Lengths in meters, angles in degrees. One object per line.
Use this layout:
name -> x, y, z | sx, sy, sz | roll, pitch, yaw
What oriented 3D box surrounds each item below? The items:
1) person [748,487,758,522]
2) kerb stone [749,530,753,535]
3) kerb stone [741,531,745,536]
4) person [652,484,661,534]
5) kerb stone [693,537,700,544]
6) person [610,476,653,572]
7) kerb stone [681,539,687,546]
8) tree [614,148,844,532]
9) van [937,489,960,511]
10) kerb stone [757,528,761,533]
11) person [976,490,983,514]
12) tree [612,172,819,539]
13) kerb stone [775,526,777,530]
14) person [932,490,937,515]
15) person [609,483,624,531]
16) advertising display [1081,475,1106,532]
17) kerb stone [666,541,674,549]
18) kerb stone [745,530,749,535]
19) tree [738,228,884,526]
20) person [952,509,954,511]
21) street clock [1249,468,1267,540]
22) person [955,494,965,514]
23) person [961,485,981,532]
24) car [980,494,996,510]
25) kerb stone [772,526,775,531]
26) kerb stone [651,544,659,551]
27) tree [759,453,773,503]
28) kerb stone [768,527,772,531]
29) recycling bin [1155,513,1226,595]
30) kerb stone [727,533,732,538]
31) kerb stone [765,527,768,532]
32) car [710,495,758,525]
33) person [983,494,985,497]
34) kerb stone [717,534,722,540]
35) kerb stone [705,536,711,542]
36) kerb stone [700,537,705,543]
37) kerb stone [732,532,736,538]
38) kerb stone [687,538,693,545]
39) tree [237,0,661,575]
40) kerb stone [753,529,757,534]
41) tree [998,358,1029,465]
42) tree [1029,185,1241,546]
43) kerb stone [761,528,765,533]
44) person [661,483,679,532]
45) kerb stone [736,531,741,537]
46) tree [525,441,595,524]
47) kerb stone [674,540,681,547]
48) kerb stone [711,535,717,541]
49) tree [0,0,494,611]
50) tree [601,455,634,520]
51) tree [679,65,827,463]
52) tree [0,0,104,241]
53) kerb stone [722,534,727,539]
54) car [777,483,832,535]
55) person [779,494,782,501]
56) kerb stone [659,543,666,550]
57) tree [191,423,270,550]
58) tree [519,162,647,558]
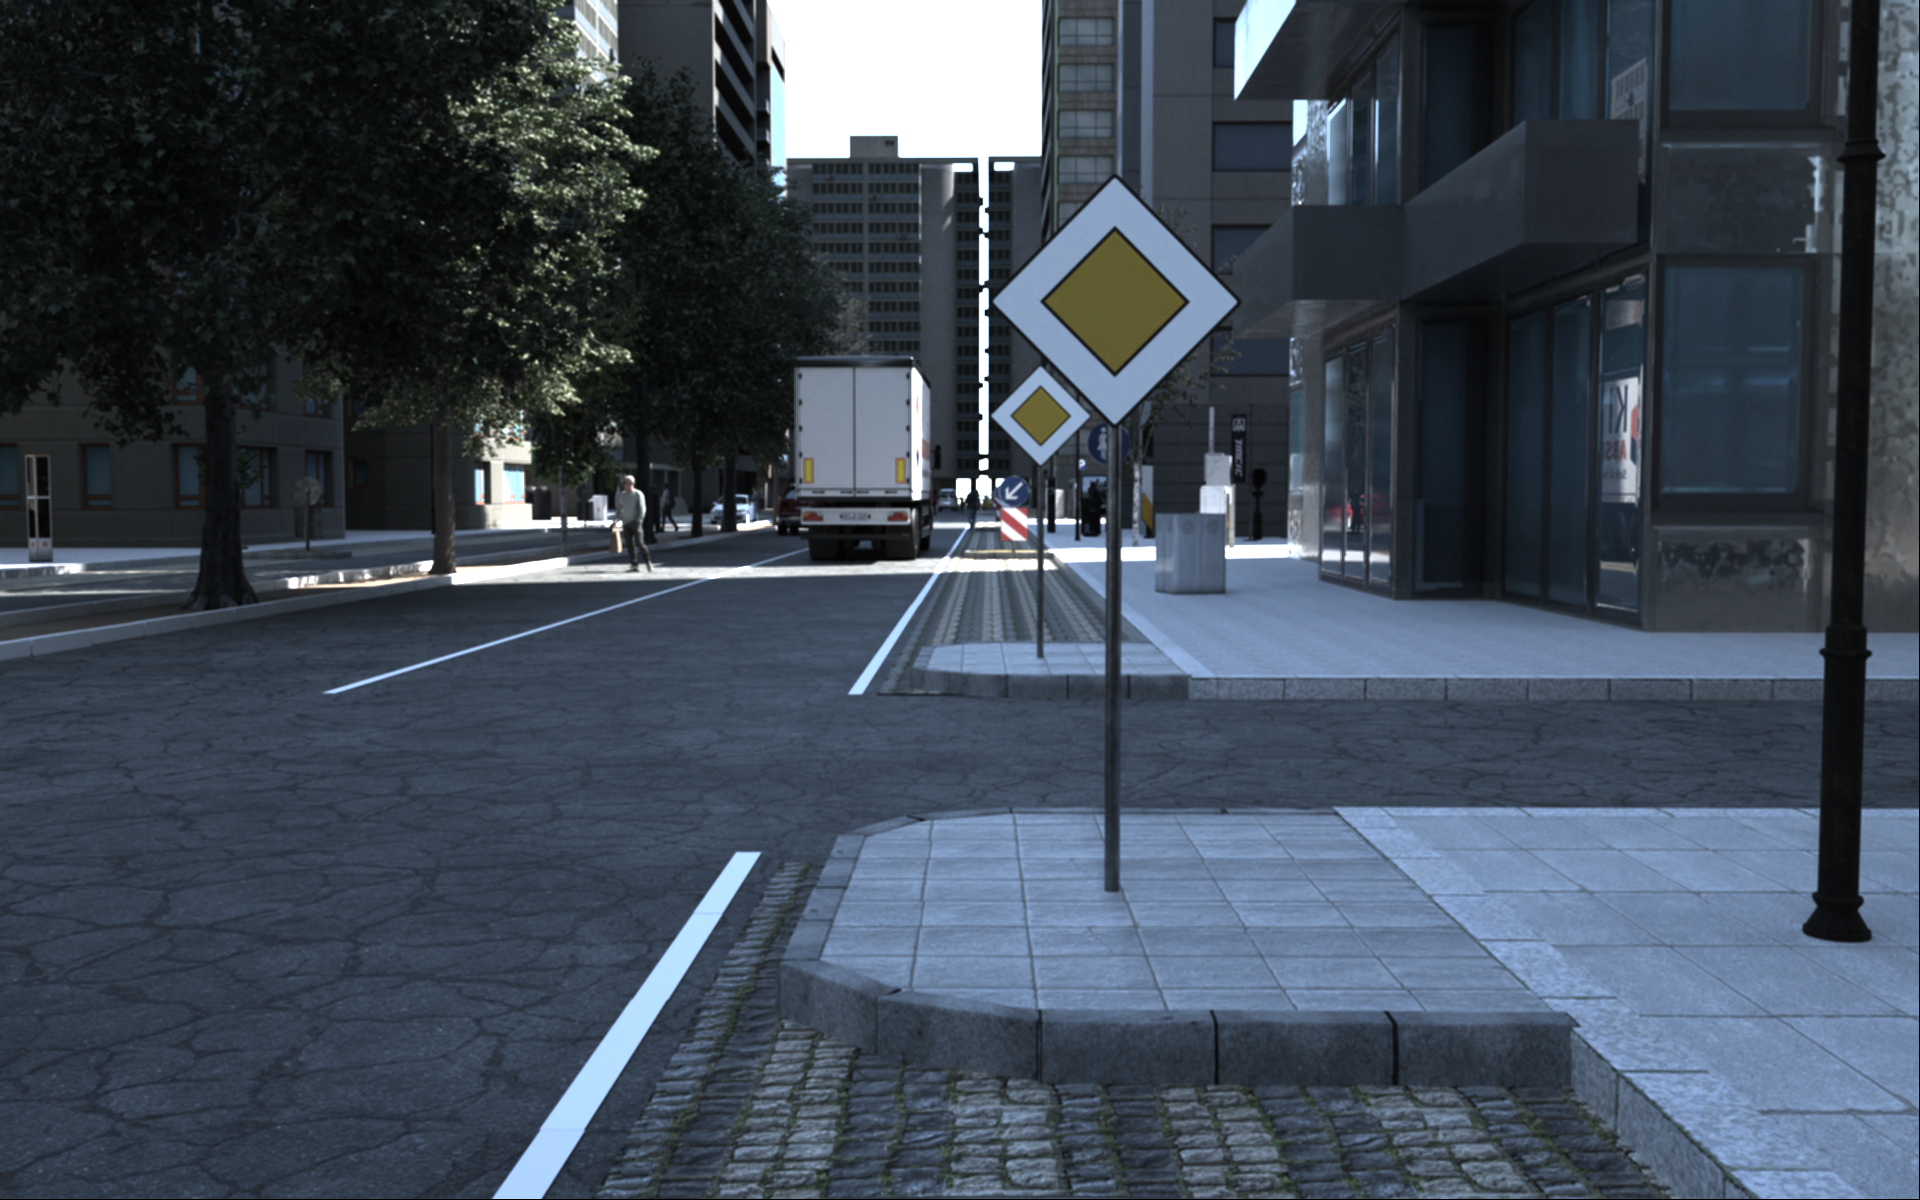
person -> -10.498, -4.812, 87.454 | 0.573, 1.790, 0.520 | 0, 4, -7
kerb stone -> -7.479, -2.367, 60.889 | 0.120, 0.150, 1.000 | 0, 4, 1
kerb stone -> -7.518, -2.241, 58.841 | 0.120, 0.150, 1.000 | 0, 4, 1
person -> -10.509, -3.095, 59.526 | 0.576, 1.772, 0.534 | 2, 4, 24
kerb stone -> -7.676, -1.678, 49.629 | 0.120, 0.150, 1.000 | 0, 4, 1
person -> -6.092, -1.403, 31.920 | 0.782, 1.767, 0.515 | 2, 4, 26
kerb stone -> -7.709, -1.553, 47.581 | 0.120, 0.150, 1.000 | 0, 4, 1
tree -> -8.717, -9.527, 64.880 | 9.857, 13.997, 8.962 | 0, 3, 0
van -> -0.970, -8.369, 143.850 | 2.013, 2.044, 4.112 | 0, 4, 2
kerb stone -> -7.441, -2.492, 62.933 | 0.120, 0.150, 1.000 | 0, 4, 1
person -> 1.167, -6.863, 121.498 | 1.217, 1.735, 0.721 | -3, 5, -42
tree -> -8.318, -7.753, 54.970 | 9.928, 11.665, 9.643 | 0, 3, 0
kerb stone -> -7.362, -2.803, 68.066 | 0.120, 0.150, 1.000 | 0, 4, 1
person -> -1.826, -6.708, 118.853 | 0.721, 1.739, 1.217 | 0, 4, 5
person -> -12.783, -3.472, 65.142 | 0.818, 1.842, 0.514 | 1, 4, 9
advertising display -> 4.556, -3.260, 58.522 | 0.974, 1.923, 0.123 | 2, 4, 30
kerb stone -> -7.746, -1.425, 45.531 | 0.120, 0.150, 1.000 | 0, 4, 1
kerb stone -> -7.493, -2.301, 59.867 | 0.120, 0.150, 1.000 | 0, 4, 1
tree -> -8.153, -10.014, 76.555 | 12.009, 13.543, 11.850 | 0, 3, 0
person -> -0.557, -8.386, 148.849 | 0.421, 1.427, 0.697 | 2, 4, 35
street clock -> 8.384, -2.703, 48.756 | 0.471, 2.002, 0.358 | -1, 4, -17
person -> 0.142, -6.968, 125.681 | 1.065, 1.426, 0.557 | 0, 4, 0
person -> 0.452, -3.413, 64.655 | 0.623, 1.781, 0.721 | -3, 5, -41
car -> 2.760, -8.520, 149.523 | 2.015, 1.641, 3.980 | 0, 4, -1
kerb stone -> -7.379, -2.741, 67.040 | 0.120, 0.150, 1.000 | 0, 4, 1
kerb stone -> -7.785, -1.302, 43.487 | 0.120, 0.150, 1.000 | 0, 4, 1
tree -> -16.451, -11.887, 144.708 | 4.737, 8.622, 4.395 | 0, 3, 0
kerb stone -> -7.396, -2.680, 66.011 | 0.120, 0.150, 1.000 | 0, 4, 1
recycling bin -> 2.991, -0.609, 22.506 | 0.722, 1.027, 0.722 | -1, 4, -15
kerb stone -> -7.573, -2.054, 55.774 | 0.120, 0.150, 1.000 | 0, 4, 1
kerb stone -> -7.411, -2.617, 64.989 | 0.120, 0.150, 1.000 | 0, 4, 1
car -> -10.762, -4.333, 82.850 | 2.014, 1.417, 4.499 | 0, 4, 2
person -> 2.346, -8.706, 154.025 | 0.799, 1.438, 0.628 | 0, 4, 6
kerb stone -> -7.614, -1.920, 53.724 | 0.120, 0.150, 1.000 | 0, 4, 1
kerb stone -> -7.645, -1.803, 51.674 | 0.120, 0.150, 1.000 | 0, 4, 1
kerb stone -> -7.660, -1.737, 50.652 | 0.120, 0.150, 1.000 | 0, 4, 1
kerb stone -> -7.546, -2.113, 56.797 | 0.120, 0.150, 1.000 | 0, 4, 1
kerb stone -> -7.701, -1.615, 48.607 | 0.120, 0.150, 1.000 | 0, 4, 1
tree -> -9.282, -6.745, 30.872 | 7.486, 12.596, 7.792 | 0, 3, 0
kerb stone -> -7.470, -2.426, 61.911 | 0.120, 0.150, 1.000 | 0, 4, 1
tree -> 4.327, -8.615, 91.219 | 4.360, 8.622, 3.978 | 0, 3, 0
tree -> 4.534, -5.629, 42.390 | 4.360, 8.622, 3.978 | 0, 3, 0
kerb stone -> -7.432, -2.554, 63.961 | 0.120, 0.150, 1.000 | 0, 4, 1
person -> -10.982, -3.458, 65.143 | 0.850, 1.850, 0.679 | 1, 4, 14
kerb stone -> -7.535, -2.178, 57.819 | 0.120, 0.150, 1.000 | 0, 4, 1
tree -> -17.351, -5.647, 76.036 | 4.285, 4.588, 4.351 | 0, 3, 0
kerb stone -> -7.726, -1.486, 46.553 | 0.120, 0.150, 1.000 | 0, 4, 1
kerb stone -> -7.623, -1.866, 52.701 | 0.120, 0.150, 1.000 | 0, 4, 1
tree -> -9.184, -6.231, 21.343 | 9.611, 12.733, 9.660 | 0, 3, 0
tree -> -16.923, -5.556, 85.446 | 1.663, 3.219, 1.824 | 0, 3, 0
tree -> -8.276, -7.683, 45.084 | 9.611, 12.733, 9.660 | 0, 3, 0
tree -> -9.567, -3.766, 14.400 | 4.360, 8.622, 3.978 | 0, 3, 0
kerb stone -> -7.592, -1.987, 54.751 | 0.120, 0.150, 1.000 | 0, 4, 1
car -> -5.290, -3.253, 61.862 | 2.281, 1.827, 5.304 | 0, 4, 2
person -> -11.812, -6.274, 114.272 | 0.628, 1.438, 0.799 | -3, 5, -39
kerb stone -> -7.764, -1.365, 44.509 | 0.120, 0.150, 1.000 | 0, 4, 1
tree -> -17.092, -2.782, 40.092 | 1.663, 3.219, 1.824 | 0, 3, 0
tree -> -8.692, -5.192, 37.713 | 4.737, 8.622, 4.395 | 0, 3, 0
